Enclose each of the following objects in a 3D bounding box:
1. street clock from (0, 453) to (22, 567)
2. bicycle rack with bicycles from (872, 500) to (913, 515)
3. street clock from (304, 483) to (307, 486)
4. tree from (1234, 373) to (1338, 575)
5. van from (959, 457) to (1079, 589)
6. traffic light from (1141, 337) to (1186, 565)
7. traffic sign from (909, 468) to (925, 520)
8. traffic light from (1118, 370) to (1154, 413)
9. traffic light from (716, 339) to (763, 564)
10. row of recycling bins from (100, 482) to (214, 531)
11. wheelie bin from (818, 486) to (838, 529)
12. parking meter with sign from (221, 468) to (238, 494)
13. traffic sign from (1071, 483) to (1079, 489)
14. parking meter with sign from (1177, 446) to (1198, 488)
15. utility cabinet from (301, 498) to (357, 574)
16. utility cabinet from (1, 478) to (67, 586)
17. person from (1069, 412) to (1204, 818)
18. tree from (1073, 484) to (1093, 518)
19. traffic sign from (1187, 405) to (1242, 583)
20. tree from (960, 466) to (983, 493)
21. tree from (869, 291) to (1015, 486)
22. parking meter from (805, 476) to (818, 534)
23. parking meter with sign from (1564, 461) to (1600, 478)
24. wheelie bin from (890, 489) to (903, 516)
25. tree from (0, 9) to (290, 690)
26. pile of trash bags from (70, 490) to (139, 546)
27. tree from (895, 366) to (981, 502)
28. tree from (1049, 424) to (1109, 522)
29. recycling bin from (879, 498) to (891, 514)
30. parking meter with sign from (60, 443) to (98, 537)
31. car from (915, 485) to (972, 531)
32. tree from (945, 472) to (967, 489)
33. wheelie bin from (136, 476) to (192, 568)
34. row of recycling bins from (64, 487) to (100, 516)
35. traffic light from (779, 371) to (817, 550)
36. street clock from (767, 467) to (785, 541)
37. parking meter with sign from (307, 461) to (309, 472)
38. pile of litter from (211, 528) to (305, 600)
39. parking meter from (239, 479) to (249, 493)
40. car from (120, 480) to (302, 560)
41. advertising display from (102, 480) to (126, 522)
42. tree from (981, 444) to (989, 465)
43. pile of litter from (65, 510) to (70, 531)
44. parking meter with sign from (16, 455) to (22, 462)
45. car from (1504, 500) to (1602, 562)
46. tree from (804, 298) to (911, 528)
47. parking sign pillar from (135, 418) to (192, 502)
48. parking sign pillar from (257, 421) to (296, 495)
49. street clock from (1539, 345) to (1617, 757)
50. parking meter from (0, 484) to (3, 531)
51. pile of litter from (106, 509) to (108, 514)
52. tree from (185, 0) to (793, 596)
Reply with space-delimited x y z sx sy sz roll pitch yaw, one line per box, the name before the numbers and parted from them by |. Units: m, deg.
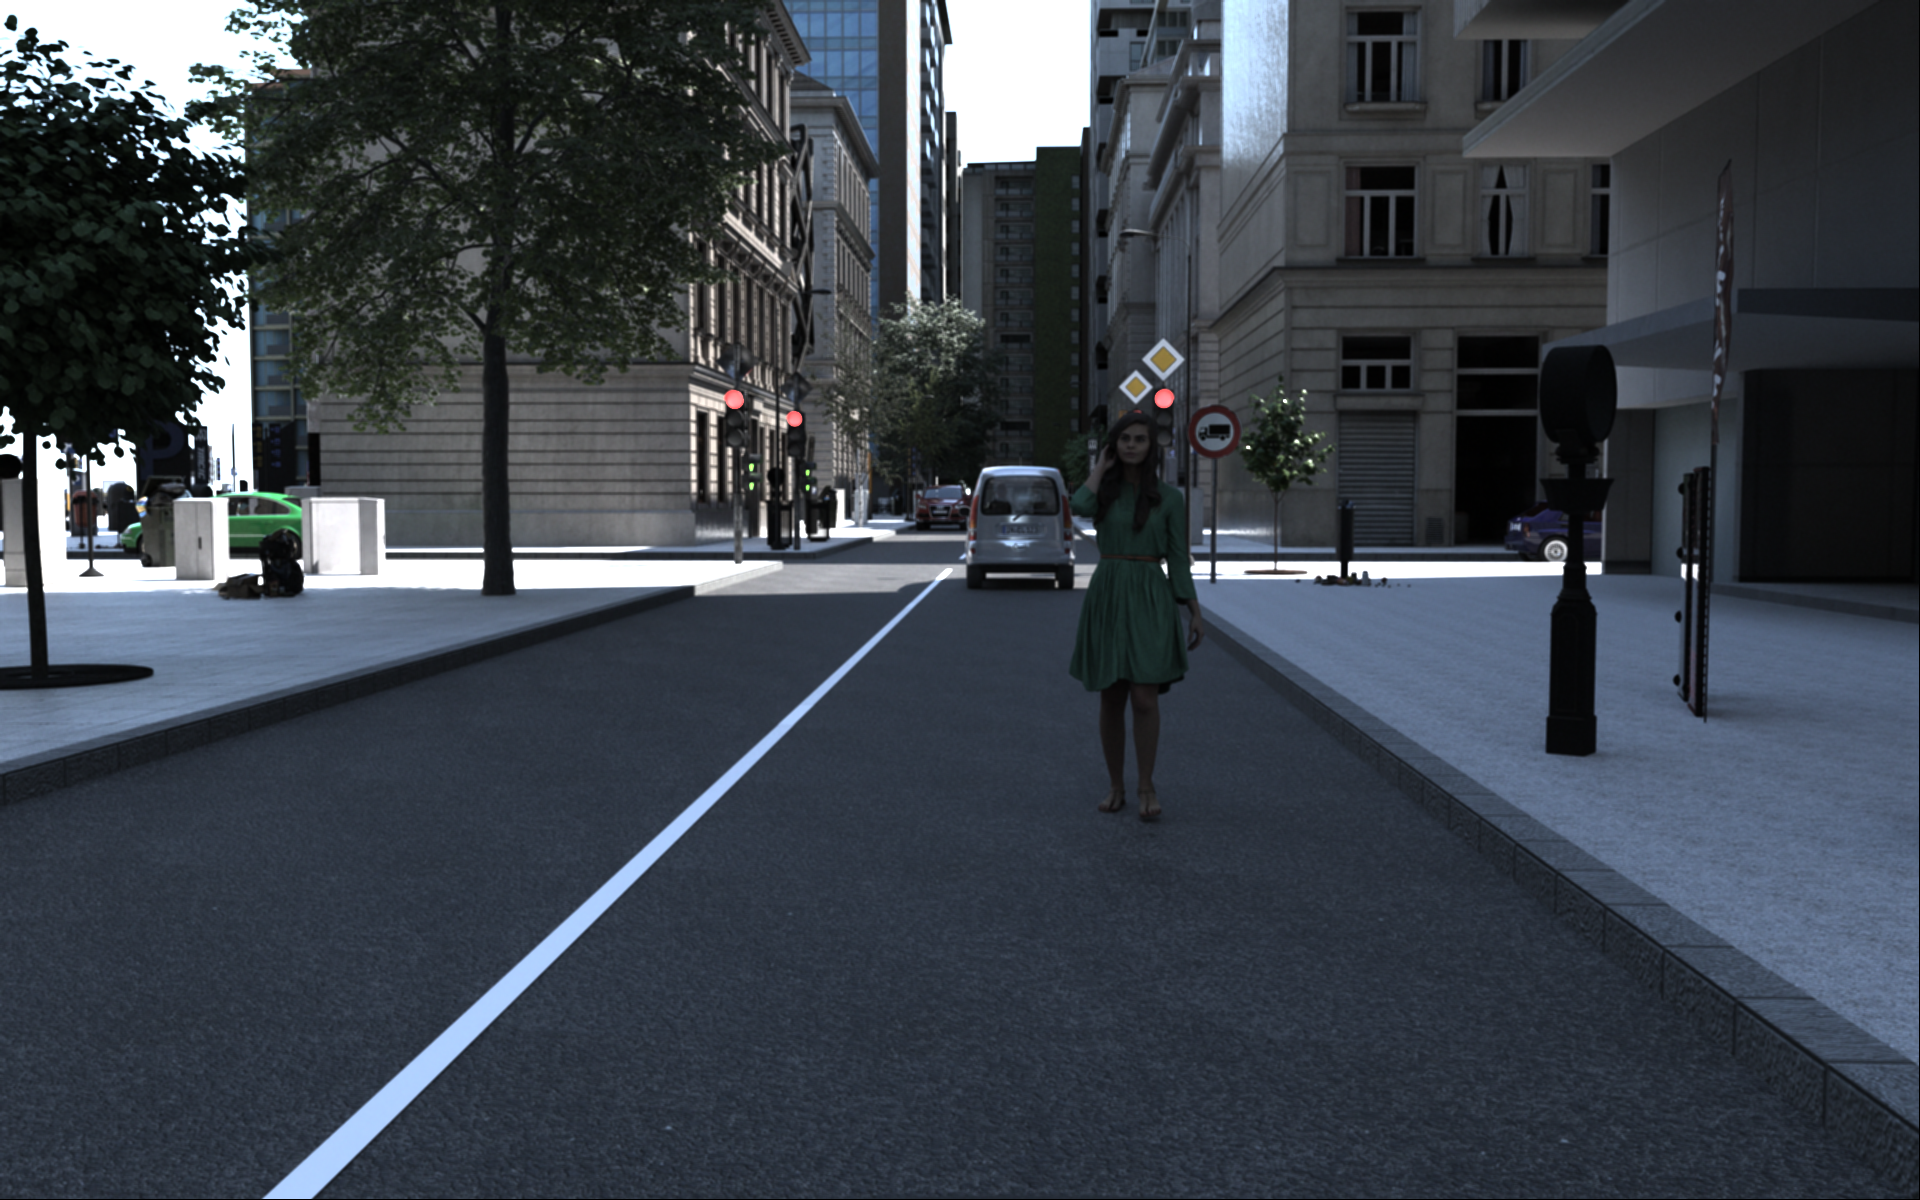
street clock | -16.830 -1.593 30.617 0.471 2.002 0.358 -3 4 -38
bicycle rack with bicycles | -4.367 -5.776 107.818 2.925 0.926 2.852 -1 4 -16
street clock | -41.631 -6.479 110.503 0.471 2.002 0.358 3 5 39
tree | 5.212 -2.029 27.771 1.663 3.219 1.824 0 3 0
van | 0.965 -1.261 27.630 2.013 2.044 4.112 0 4 2
traffic light | 3.630 -2.586 31.205 0.839 4.253 0.868 0 4 2
traffic sign | -2.138 -5.155 84.287 0.884 2.594 0.081 0 4 6
traffic light | 3.949 -3.074 39.184 0.839 4.253 0.868 0 4 2
traffic light | -4.026 -2.604 31.494 0.839 4.253 0.868 0 4 2
row of recycling bins | -28.381 -3.328 61.519 3.534 1.692 1.069 -3 5 -43
wheelie bin | -4.923 -3.468 64.607 0.693 1.594 0.980 -1 4 -20
parking meter with sign | -48.547 -7.243 114.686 1.738 3.016 0.543 2 4 32
traffic sign | 6.837 -6.131 100.247 0.884 2.594 0.081 1 4 9
parking meter with sign | 6.444 -3.374 51.420 1.738 3.016 0.543 -3 5 -42
utility cabinet | -10.185 -1.043 28.207 0.306 1.237 1.020 3 4 38
utility cabinet | -12.942 -0.950 24.208 0.318 1.500 1.173 0 4 -3
person | 0.775 0.062 7.736 0.600 1.795 0.529 0 3 0
tree | 6.651 -5.960 92.042 1.663 3.219 1.824 0 3 0
traffic sign | 3.642 -1.513 24.839 0.768 2.556 0.104 0 4 7
tree | 1.572 -12.155 182.445 4.285 4.588 4.351 0 3 0
tree | -1.632 -12.402 109.435 9.857 13.997 8.962 0 3 0
parking meter | -4.779 -3.059 55.723 0.255 1.863 0.399 3 4 36
parking meter with sign | 14.194 -2.649 39.568 1.738 3.016 0.543 2 4 31
wheelie bin | -3.740 -5.827 103.175 0.693 1.594 0.980 -2 4 -23
tree | -6.347 -1.728 11.971 4.285 4.588 4.351 0 3 0
pile of trash bags | -20.438 -2.055 43.348 3.447 1.369 1.912 0 4 -5
tree | -1.979 -9.203 100.837 4.737 8.622 4.395 0 3 0
tree | 6.452 -6.150 84.263 4.285 4.588 4.351 0 3 0
recycling bin | -4.948 -6.224 114.323 0.722 1.027 0.722 0 4 8
parking meter with sign | -26.727 -3.448 52.633 0.543 3.016 1.738 -1 4 -9
car | -0.607 -3.726 69.599 2.281 1.827 5.304 0 4 4
tree | -0.415 -9.195 144.943 1.663 3.219 1.824 0 3 0
wheelie bin | -13.923 -1.377 30.424 0.693 1.594 0.980 2 4 30
row of recycling bins | -51.142 -5.694 100.215 3.534 1.692 1.069 0 4 6
traffic light | -3.707 -3.092 39.473 0.839 4.253 0.868 0 4 2
street clock | -4.977 -2.588 46.886 0.471 2.002 0.358 -1 4 -14
parking meter with sign | -34.177 -5.823 91.471 0.543 3.016 1.738 -1 4 -19
pile of litter | -8.853 -0.478 21.784 1.176 0.858 1.719 0 4 4
parking meter | -28.308 -3.840 68.493 0.255 1.863 0.399 0 4 -1
car | -15.232 -1.696 36.533 4.718 1.807 1.959 0 4 2
advertising display | -38.320 -4.481 78.479 0.974 1.923 0.123 -1 4 -21
tree | 1.047 -13.489 170.909 4.737 8.622 4.395 0 3 0
pile of litter | -31.622 -2.899 61.365 1.176 0.858 1.719 -2 4 -33
parking meter with sign | -41.430 -4.914 76.609 0.543 3.016 1.738 -2 4 -28
car | 13.065 -1.359 34.795 3.894 1.354 1.945 0 4 3
tree | -3.710 -6.975 64.403 4.360 8.622 3.978 0 3 0
parking sign pillar | -21.021 -3.499 45.687 1.447 3.967 1.447 -2 4 -33
parking sign pillar | -24.897 -4.562 63.061 1.447 3.967 1.447 -2 4 -27
street clock | 3.028 -0.242 8.524 0.358 2.002 0.471 3 4 38
parking meter | -33.211 -3.329 60.134 0.255 1.863 0.399 -1 4 -13
pile of litter | -54.571 -5.905 110.508 1.176 0.858 1.719 -1 4 -9
tree | -5.485 -6.329 21.605 7.486 12.596 7.792 0 3 0
